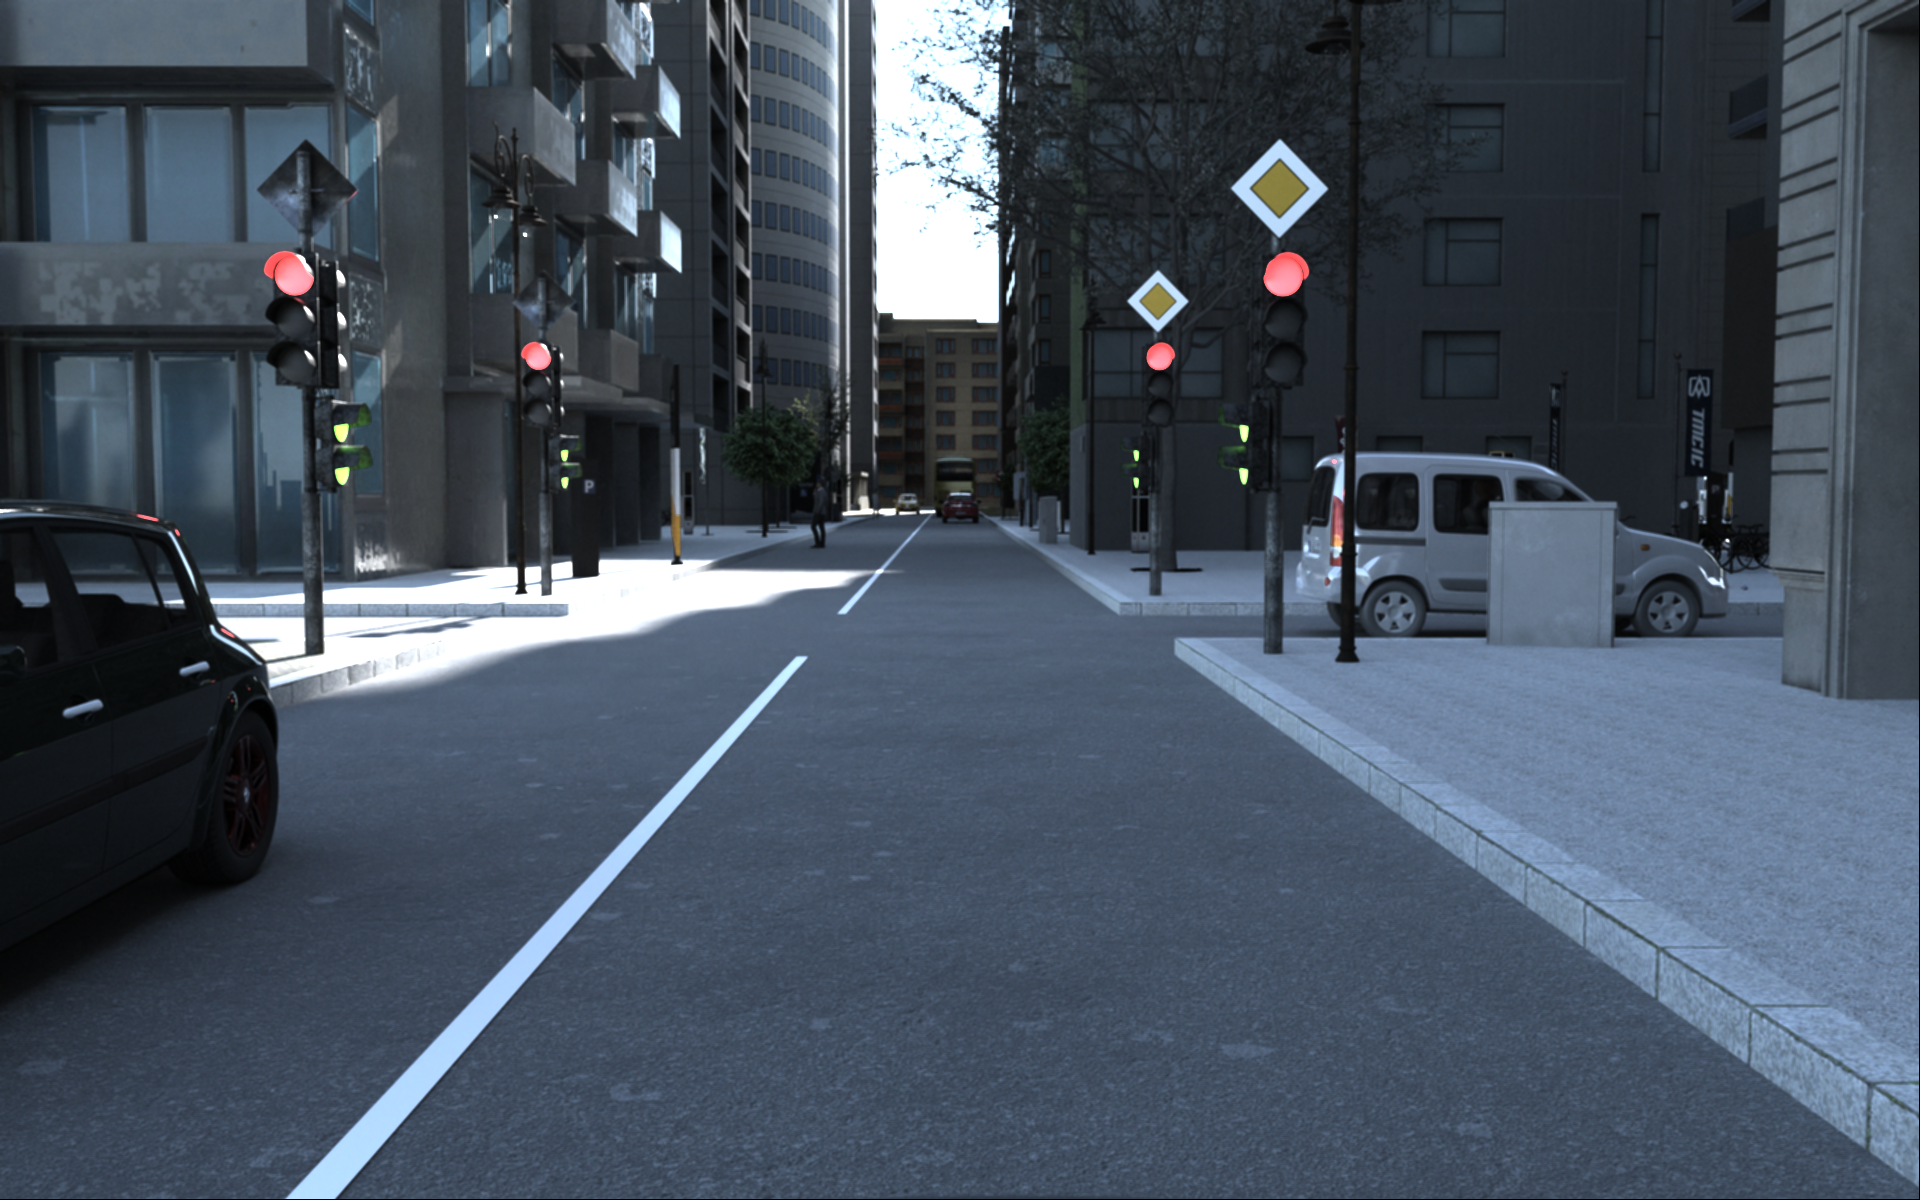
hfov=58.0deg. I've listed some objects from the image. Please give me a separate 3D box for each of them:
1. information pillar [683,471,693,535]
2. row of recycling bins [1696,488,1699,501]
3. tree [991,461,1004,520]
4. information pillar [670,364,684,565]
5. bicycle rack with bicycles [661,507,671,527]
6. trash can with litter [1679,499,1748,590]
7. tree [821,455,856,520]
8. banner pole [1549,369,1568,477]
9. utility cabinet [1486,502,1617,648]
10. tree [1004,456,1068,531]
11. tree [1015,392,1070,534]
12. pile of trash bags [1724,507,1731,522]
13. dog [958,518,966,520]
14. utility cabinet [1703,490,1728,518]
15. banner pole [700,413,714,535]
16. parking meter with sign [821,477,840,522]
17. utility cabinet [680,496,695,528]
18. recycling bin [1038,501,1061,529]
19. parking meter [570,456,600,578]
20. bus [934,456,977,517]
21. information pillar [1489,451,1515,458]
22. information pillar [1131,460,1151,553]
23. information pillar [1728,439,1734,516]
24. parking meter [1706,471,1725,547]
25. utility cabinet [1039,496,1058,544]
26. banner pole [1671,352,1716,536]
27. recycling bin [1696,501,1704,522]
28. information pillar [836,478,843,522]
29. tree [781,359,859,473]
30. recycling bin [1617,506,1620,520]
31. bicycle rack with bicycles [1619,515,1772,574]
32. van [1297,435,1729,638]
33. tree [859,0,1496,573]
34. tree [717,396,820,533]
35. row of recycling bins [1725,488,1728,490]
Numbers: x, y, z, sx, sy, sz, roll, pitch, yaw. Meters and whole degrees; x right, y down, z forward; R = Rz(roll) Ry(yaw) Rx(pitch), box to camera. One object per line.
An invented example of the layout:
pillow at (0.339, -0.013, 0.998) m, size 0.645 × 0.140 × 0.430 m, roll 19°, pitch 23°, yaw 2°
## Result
information pillar at (-8.620, -3.083, 54.905) m, size 0.304 × 2.012 × 0.304 m, roll -1°, pitch 4°, yaw -9°
row of recycling bins at (30.661, -4.058, 73.454) m, size 1.069 × 1.692 × 3.534 m, roll 1°, pitch 4°, yaw 18°
tree at (2.379, -5.633, 86.707) m, size 1.663 × 3.219 × 1.824 m, roll 0°, pitch 3°, yaw 0°
information pillar at (-5.165, -2.451, 31.429) m, size 0.183 × 3.616 × 0.504 m, roll -1°, pitch 4°, yaw -19°
bicycle rack with bicycles at (-12.395, -3.359, 68.303) m, size 2.925 × 0.926 × 2.852 m, roll 0°, pitch 4°, yaw -7°
trash can with litter at (9.711, -0.749, 23.299) m, size 1.678 × 1.210 × 2.233 m, roll 1°, pitch 4°, yaw 19°
tree at (-6.247, -5.636, 86.745) m, size 1.663 × 3.219 × 1.824 m, roll 0°, pitch 3°, yaw 0°
banner pole at (11.942, -2.727, 34.596) m, size 0.401 × 3.779 × 0.863 m, roll 3°, pitch 5°, yaw 44°
utility cabinet at (5.012, -0.215, 14.684) m, size 1.020 × 1.237 × 0.306 m, roll 1°, pitch 4°, yaw 19°
tree at (2.851, -4.036, 60.590) m, size 1.663 × 3.219 × 1.824 m, roll 0°, pitch 3°, yaw 0°
tree at (3.400, -4.435, 56.233) m, size 4.285 × 4.588 × 4.351 m, roll 0°, pitch 3°, yaw 0°
pile of trash bags at (40.941, -4.769, 87.720) m, size 3.447 × 1.369 × 1.912 m, roll -1°, pitch 4°, yaw -14°
dog at (0.130, -4.638, 96.030) m, size 0.550 × 0.427 × 0.748 m, roll 1°, pitch 4°, yaw 9°
utility cabinet at (40.299, -5.119, 92.369) m, size 0.318 × 1.500 × 1.173 m, roll -3°, pitch 4°, yaw -38°
banner pole at (-7.964, -3.912, 53.985) m, size 0.401 × 3.779 × 0.863 m, roll -2°, pitch 4°, yaw -29°
parking meter with sign at (-6.339, -5.064, 79.051) m, size 1.738 × 3.016 × 0.543 m, roll 1°, pitch 4°, yaw 15°
utility cabinet at (-10.400, -3.311, 65.295) m, size 0.306 × 1.237 × 1.020 m, roll 1°, pitch 4°, yaw 23°
recycling bin at (3.251, -3.082, 62.938) m, size 0.722 × 1.027 × 0.722 m, roll 1°, pitch 4°, yaw 11°
parking meter at (-5.781, -1.286, 26.738) m, size 0.255 × 1.863 × 0.399 m, roll 3°, pitch 5°, yaw 43°
bus at (-0.298, -7.336, 111.494) m, size 2.896 × 3.916 × 12.252 m, roll 0°, pitch 4°, yaw 0°
information pillar at (9.291, -1.545, 29.752) m, size 0.304 × 2.012 × 0.304 m, roll -2°, pitch 4°, yaw -35°
information pillar at (3.917, -2.022, 37.546) m, size 0.304 × 2.012 × 0.304 m, roll -1°, pitch 4°, yaw -23°
information pillar at (29.590, -4.577, 66.195) m, size 0.183 × 3.616 × 0.504 m, roll -1°, pitch 4°, yaw -20°
parking meter at (18.402, -2.230, 42.179) m, size 0.399 × 1.863 × 0.255 m, roll 2°, pitch 4°, yaw 24°
utility cabinet at (2.287, -2.078, 45.130) m, size 0.306 × 1.237 × 1.020 m, roll -1°, pitch 4°, yaw -9°
banner pole at (12.862, -2.481, 30.576) m, size 0.863 × 3.779 × 0.401 m, roll 0°, pitch 4°, yaw 1°
recycling bin at (27.158, -3.177, 64.500) m, size 0.722 × 1.027 × 0.722 m, roll -2°, pitch 4°, yaw -28°
information pillar at (-5.591, -4.633, 80.248) m, size 0.304 × 2.012 × 0.304 m, roll 0°, pitch 4°, yaw -1°
tree at (-7.373, -8.796, 94.177) m, size 4.360 × 8.622 × 3.978 m, roll 0°, pitch 3°, yaw 0°
recycling bin at (34.224, -4.694, 89.305) m, size 0.722 × 1.027 × 0.722 m, roll 1°, pitch 4°, yaw 12°
bicycle rack with bicycles at (13.000, -0.950, 28.918) m, size 2.925 × 0.926 × 2.852 m, roll 0°, pitch 4°, yaw -5°
van at (5.510, -0.633, 17.367) m, size 4.112 × 2.044 × 2.013 m, roll 0°, pitch 4°, yaw -1°
tree at (3.498, -7.209, 28.243) m, size 12.009 × 13.543 × 11.850 m, roll 0°, pitch 3°, yaw 0°
tree at (-6.485, -4.559, 58.254) m, size 4.285 × 4.588 × 4.351 m, roll 0°, pitch 3°, yaw 0°
row of recycling bins at (42.041, -5.234, 92.681) m, size 1.069 × 1.692 × 3.534 m, roll 0°, pitch 4°, yaw -7°
